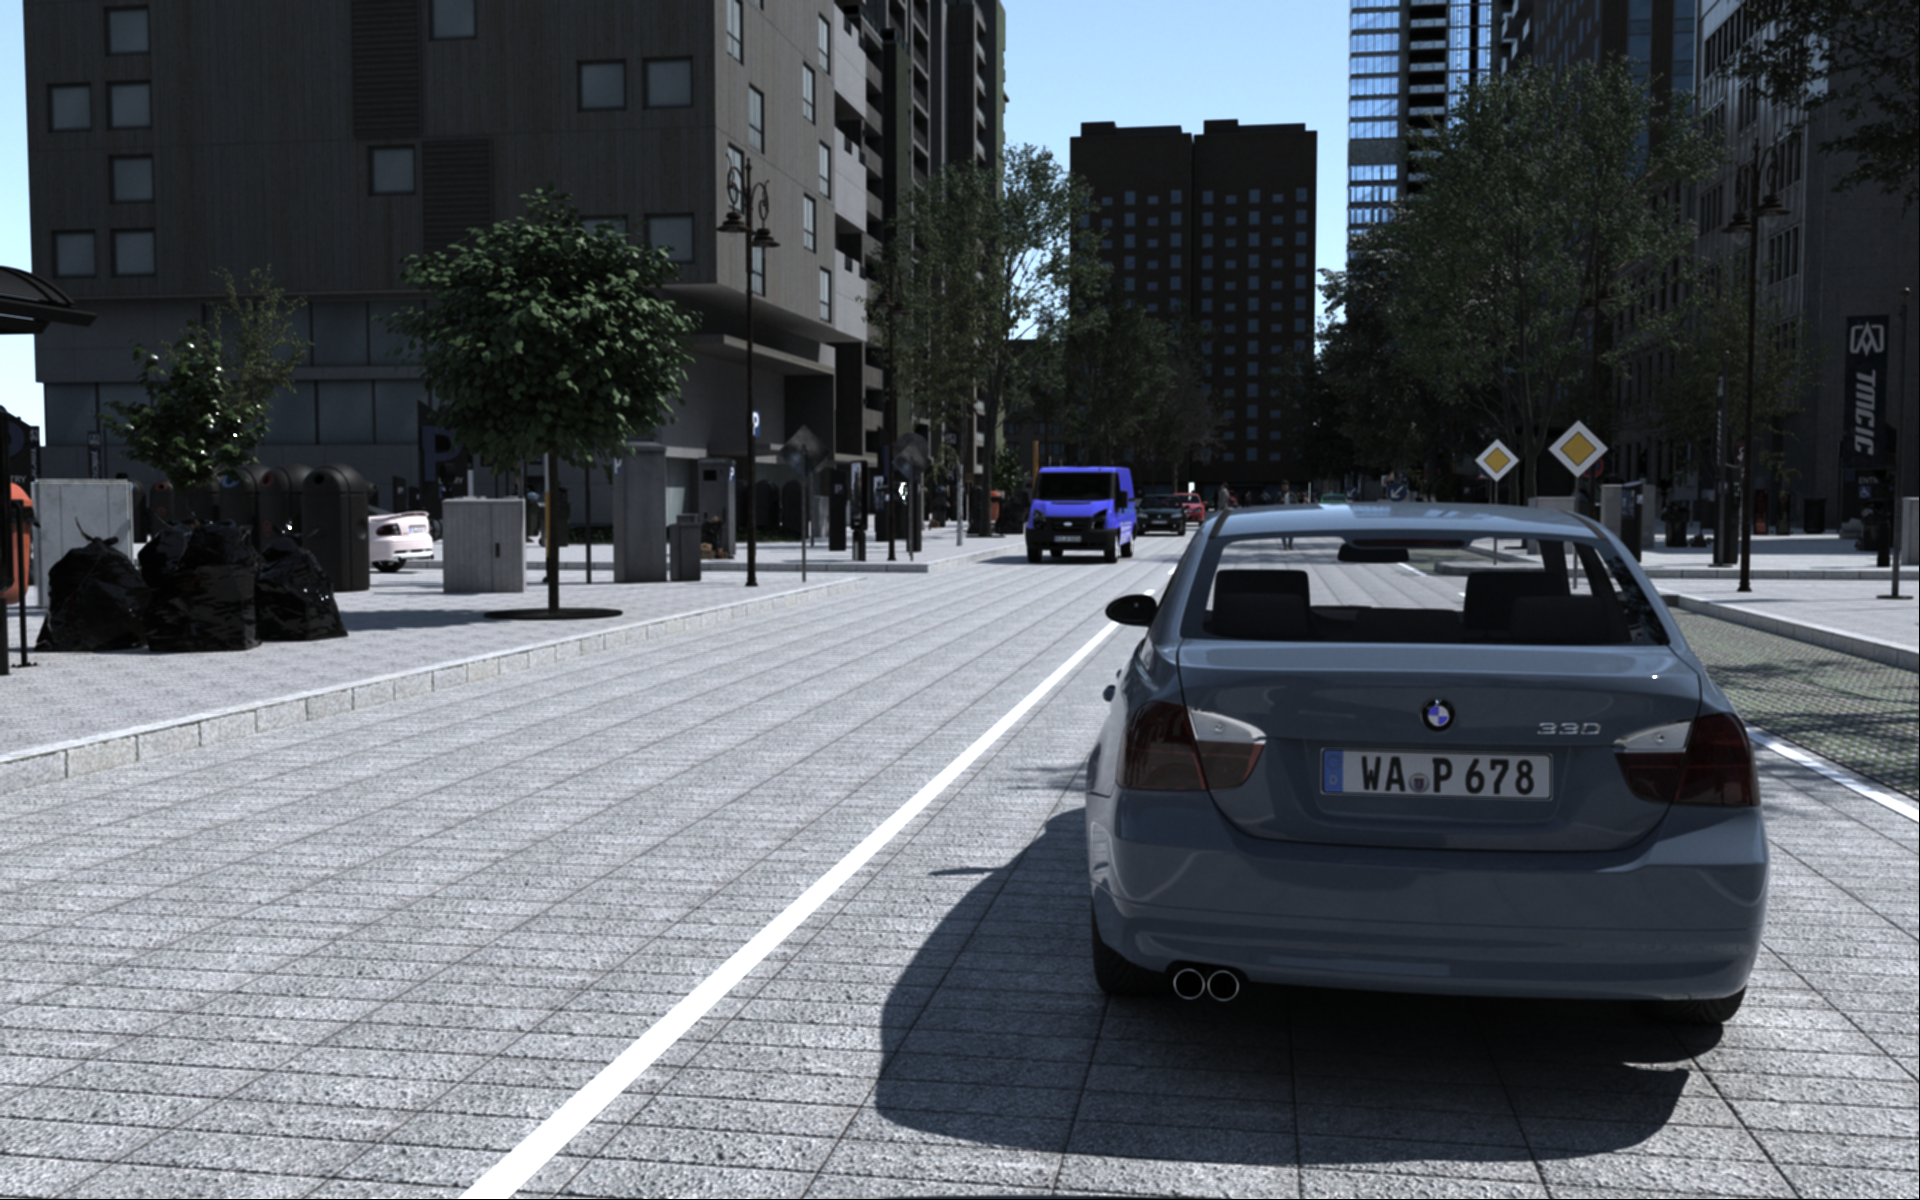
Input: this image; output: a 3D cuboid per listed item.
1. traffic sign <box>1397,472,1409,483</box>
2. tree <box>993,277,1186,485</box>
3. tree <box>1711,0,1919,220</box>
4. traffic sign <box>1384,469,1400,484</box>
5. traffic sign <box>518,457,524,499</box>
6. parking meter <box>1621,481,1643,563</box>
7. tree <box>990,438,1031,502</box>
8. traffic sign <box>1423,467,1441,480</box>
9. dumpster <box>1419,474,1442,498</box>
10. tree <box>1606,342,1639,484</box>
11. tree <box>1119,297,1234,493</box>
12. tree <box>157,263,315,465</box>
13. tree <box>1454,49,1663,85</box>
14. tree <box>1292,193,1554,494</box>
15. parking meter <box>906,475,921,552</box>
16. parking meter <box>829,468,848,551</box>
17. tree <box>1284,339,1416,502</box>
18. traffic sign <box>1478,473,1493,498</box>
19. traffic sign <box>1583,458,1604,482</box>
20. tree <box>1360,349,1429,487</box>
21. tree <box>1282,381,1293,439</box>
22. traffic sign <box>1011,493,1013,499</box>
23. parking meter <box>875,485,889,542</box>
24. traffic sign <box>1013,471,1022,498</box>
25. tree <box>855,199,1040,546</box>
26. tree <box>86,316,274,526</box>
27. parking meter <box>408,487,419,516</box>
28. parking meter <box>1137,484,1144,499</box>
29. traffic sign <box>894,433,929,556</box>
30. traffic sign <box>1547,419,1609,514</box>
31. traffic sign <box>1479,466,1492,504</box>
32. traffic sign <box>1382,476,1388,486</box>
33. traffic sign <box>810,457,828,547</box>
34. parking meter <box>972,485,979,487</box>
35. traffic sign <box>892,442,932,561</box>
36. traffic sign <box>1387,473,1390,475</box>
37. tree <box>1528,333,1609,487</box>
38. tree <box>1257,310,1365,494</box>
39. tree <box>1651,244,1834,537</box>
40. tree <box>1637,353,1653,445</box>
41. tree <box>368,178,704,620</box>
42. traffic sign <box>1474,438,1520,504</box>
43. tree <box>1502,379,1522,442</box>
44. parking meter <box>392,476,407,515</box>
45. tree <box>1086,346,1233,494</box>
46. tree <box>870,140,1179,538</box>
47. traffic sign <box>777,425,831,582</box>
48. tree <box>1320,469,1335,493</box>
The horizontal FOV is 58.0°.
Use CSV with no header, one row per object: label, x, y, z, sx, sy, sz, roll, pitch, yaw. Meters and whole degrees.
traffic sign,24.954,-5.980,97.877,0.768,2.556,0.104,1,4,17
tree,4.869,-8.325,70.532,8.767,10.594,7.601,2,4,25
tree,9.171,-4.765,12.326,7.601,10.594,8.767,1,4,20
traffic sign,22.862,-5.604,91.623,0.884,2.594,0.081,1,4,13
traffic sign,-6.487,-1.557,25.570,0.768,2.556,0.104,1,4,15
parking meter,12.606,-1.474,32.513,0.372,1.533,0.369,0,3,0
tree,1.676,-3.977,59.628,1.663,3.219,1.824,0,3,0
traffic sign,21.155,-4.744,77.674,0.768,2.556,0.104,1,4,14
dumpster,21.995,-4.727,79.776,1.502,2.255,1.985,1,4,10
tree,28.881,-7.239,68.724,4.737,8.622,4.395,0,3,0
tree,20.411,-19.187,169.593,12.611,20.169,13.585,0,3,0
tree,-22.571,-6.372,54.537,4.737,8.622,4.395,0,3,0
tree,13.436,-6.993,40.088,9.928,11.665,9.643,0,3,0
tree,19.383,-10.067,71.258,9.857,13.997,8.962,0,3,0
parking meter,-1.022,-2.003,38.459,0.255,1.863,0.399,1,4,15
parking meter,-2.755,-2.045,39.146,0.399,1.863,0.255,-1,4,-15
tree,28.576,-12.718,124.945,9.611,12.733,9.660,0,3,0
traffic sign,19.954,-4.010,65.567,0.884,2.594,0.081,1,4,13
traffic sign,19.868,-3.333,54.598,0.768,2.556,0.104,1,4,13
tree,21.996,-8.349,86.872,4.737,8.622,4.395,0,3,0
tree,31.732,-14.505,143.818,9.857,13.997,8.962,0,3,0
traffic sign,2.516,-5.117,83.767,0.768,2.556,0.104,1,4,10
parking meter,-2.087,-2.338,46.636,0.372,1.533,0.369,0,3,0
traffic sign,2.565,-5.035,82.430,0.768,2.556,0.104,1,4,19
tree,-0.240,-5.651,42.756,4.737,8.622,4.395,0,3,0
tree,-8.306,-1.488,18.936,1.663,3.219,1.824,0,3,0
parking meter,-18.366,-3.052,58.306,0.372,1.533,0.369,0,3,0
parking meter,10.505,-5.819,100.845,0.399,1.863,0.255,1,4,10
traffic sign,-1.020,-2.191,35.922,0.768,2.556,0.104,1,4,11
traffic sign,8.316,-1.206,23.364,0.795,2.450,0.064,1,4,10
traffic sign,16.949,-3.377,55.316,0.768,2.556,0.104,1,4,18
traffic sign,23.388,-5.675,94.923,0.606,2.300,0.079,1,4,14
traffic sign,-3.606,-2.576,42.217,0.768,2.556,0.104,1,4,14
parking meter,0.970,-6.188,106.890,0.399,1.863,0.255,2,4,29
traffic sign,-0.921,-1.800,33.065,0.795,2.450,0.064,1,4,10
traffic sign,26.136,-6.412,104.948,0.768,2.556,0.104,1,4,15
tree,28.326,-7.842,78.582,4.737,8.622,4.395,0,3,0
tree,37.029,-19.725,178.386,12.611,20.169,13.585,0,3,0
tree,23.015,-6.141,50.769,4.737,8.622,4.395,0,3,0
tree,26.417,-6.731,60.421,4.737,8.622,4.395,0,3,0
tree,-4.374,-2.106,18.152,4.285,4.588,4.351,0,3,0
traffic sign,9.666,-1.688,31.235,0.795,2.450,0.064,1,4,10
tree,32.352,-8.998,97.485,4.737,8.622,4.395,0,3,0
parking meter,-17.954,-3.047,55.534,0.399,1.863,0.255,-2,4,-35
tree,15.449,-13.912,137.823,12.009,13.543,11.850,0,3,0
tree,0.917,-7.661,51.009,9.928,11.665,9.643,0,3,0
traffic sign,-2.271,-1.318,25.194,0.795,2.450,0.064,1,4,10
tree,35.608,-13.229,166.659,4.360,8.622,3.978,0,3,0
